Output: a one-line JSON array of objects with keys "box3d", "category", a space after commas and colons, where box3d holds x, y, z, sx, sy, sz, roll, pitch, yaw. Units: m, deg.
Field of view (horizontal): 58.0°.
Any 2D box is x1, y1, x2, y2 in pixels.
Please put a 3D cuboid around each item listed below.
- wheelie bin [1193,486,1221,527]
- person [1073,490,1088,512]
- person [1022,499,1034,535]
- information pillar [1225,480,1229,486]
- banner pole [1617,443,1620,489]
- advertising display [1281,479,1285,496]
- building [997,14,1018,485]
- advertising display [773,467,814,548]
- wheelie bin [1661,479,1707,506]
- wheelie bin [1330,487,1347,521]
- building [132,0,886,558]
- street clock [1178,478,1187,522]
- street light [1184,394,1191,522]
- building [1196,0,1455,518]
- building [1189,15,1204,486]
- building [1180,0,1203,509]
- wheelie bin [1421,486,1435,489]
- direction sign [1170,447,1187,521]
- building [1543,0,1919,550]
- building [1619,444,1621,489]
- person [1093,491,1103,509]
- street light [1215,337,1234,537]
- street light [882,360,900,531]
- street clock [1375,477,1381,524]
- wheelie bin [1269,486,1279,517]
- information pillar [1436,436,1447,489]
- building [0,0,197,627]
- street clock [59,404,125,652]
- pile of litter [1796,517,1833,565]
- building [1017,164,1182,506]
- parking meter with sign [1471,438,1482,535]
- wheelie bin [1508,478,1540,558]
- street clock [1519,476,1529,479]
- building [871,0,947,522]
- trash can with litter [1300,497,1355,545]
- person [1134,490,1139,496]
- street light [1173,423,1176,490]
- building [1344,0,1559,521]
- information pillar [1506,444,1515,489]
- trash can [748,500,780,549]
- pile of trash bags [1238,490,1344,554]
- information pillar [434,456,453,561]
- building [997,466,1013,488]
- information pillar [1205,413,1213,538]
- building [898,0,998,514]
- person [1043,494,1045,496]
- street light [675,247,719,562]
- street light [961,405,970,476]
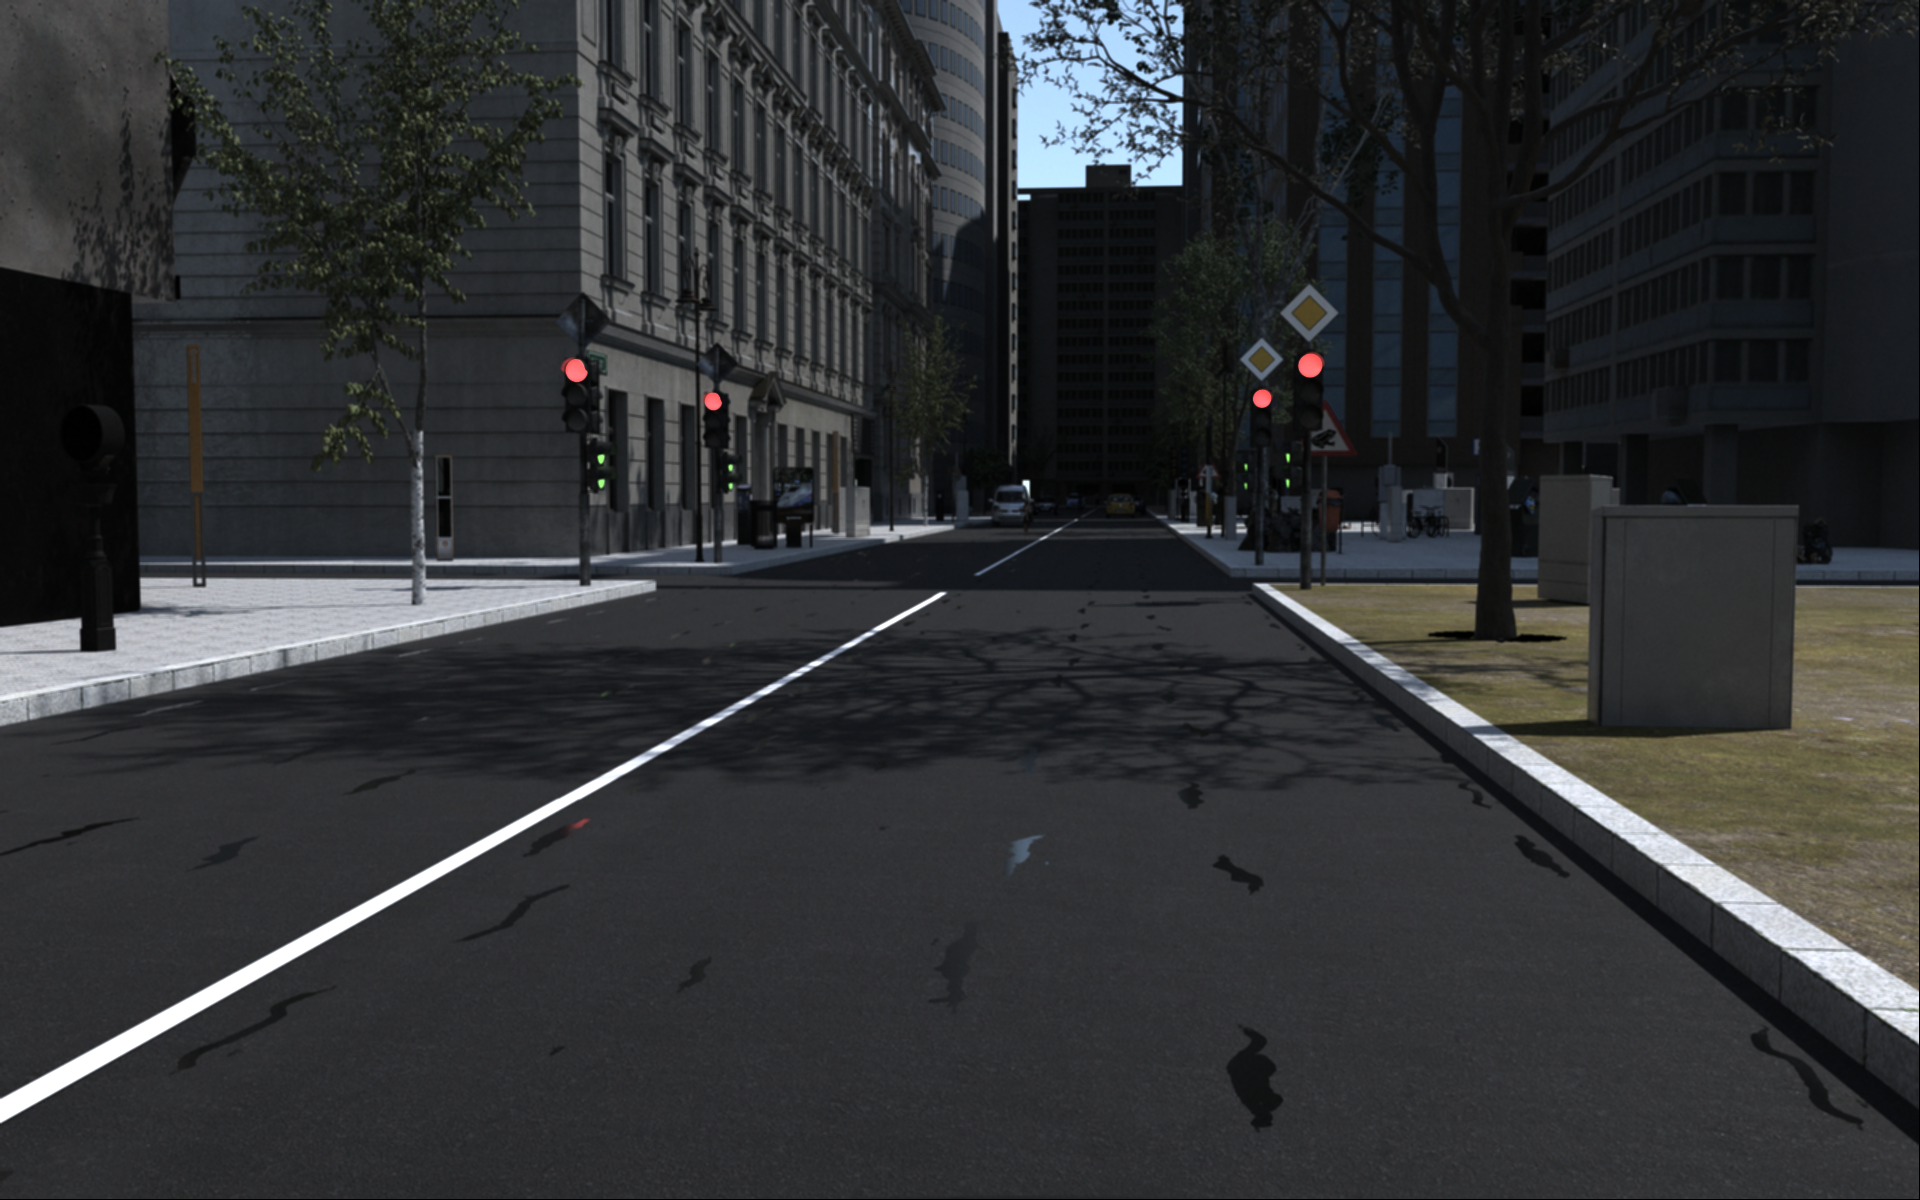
[{"box3d": [9.611, -3.662, 67.779, 0.980, 1.594, 0.693, 1, 4, 12], "category": "wheelie bin"}, {"box3d": [9.434, -7.743, 135.774, 1.217, 1.739, 0.721, 1, 4, 17], "category": "person"}, {"box3d": [2.399, -2.918, 60.872, 0.373, 1.253, 0.362, 2, 4, 30], "category": "person"}, {"box3d": [13.908, -5.246, 90.271, 0.304, 2.012, 0.304, 2, 4, 33], "category": "information pillar"}, {"box3d": [29.822, -5.412, 78.497, 0.401, 3.779, 0.863, 1, 4, 20], "category": "banner pole"}, {"box3d": [13.414, -4.082, 71.952, 0.123, 1.923, 0.974, 1, 4, 9], "category": "advertising display"}, {"box3d": [-5.468, -33.459, 170.751, 21.600, 48.544, 21.300, 0, 4, 5], "category": "building"}, {"box3d": [-3.983, -2.215, 41.426, 0.974, 1.923, 0.123, -1, 4, -14], "category": "advertising display"}, {"box3d": [15.099, -1.731, 36.214, 0.980, 1.594, 0.693, -2, 4, -28], "category": "wheelie bin"}, {"box3d": [17.741, -4.499, 81.459, 0.980, 1.594, 0.693, -1, 4, -21], "category": "wheelie bin"}, {"box3d": [-13.407, -17.104, 56.058, 17.030, 29.872, 44.131, 0, 4, 5], "category": "building"}, {"box3d": [10.261, -4.580, 79.452, 0.471, 2.002, 0.358, 3, 5, 42], "category": "street clock"}, {"box3d": [10.291, -6.438, 78.043, 0.468, 5.910, 1.993, 0, 4, 5], "category": "street light"}, {"box3d": [22.871, -28.241, 111.855, 14.600, 45.320, 14.200, 0, 4, 5], "category": "building"}, {"box3d": [29.856, -31.435, 133.563, 23.786, 49.044, 30.456, 0, 4, 5], "category": "building"}, {"box3d": [31.417, -37.953, 162.536, 21.231, 58.520, 28.212, 0, 4, 5], "category": "building"}, {"box3d": [18.366, -3.686, 68.178, 0.980, 1.594, 0.693, -2, 4, -28], "category": "wheelie bin"}, {"box3d": [10.518, -5.594, 83.462, 0.876, 3.537, 0.379, 2, 4, 26], "category": "direction sign"}, {"box3d": [30.165, -21.668, 46.146, 23.993, 40.220, 32.217, 0, 4, 5], "category": "building"}, {"box3d": [61.659, -44.422, 164.556, 20.611, 71.187, 20.563, 0, 4, 5], "category": "building"}, {"box3d": [13.074, -9.472, 164.151, 1.217, 1.735, 0.721, -2, 4, -35], "category": "person"}, {"box3d": [7.789, -4.787, 51.057, 0.468, 5.910, 1.993, 0, 4, 5], "category": "street light"}, {"box3d": [-2.371, -5.330, 59.928, 0.468, 5.910, 1.993, 0, 4, 5], "category": "street light"}, {"box3d": [17.915, -4.248, 74.018, 0.358, 2.002, 0.471, 0, 4, -7], "category": "street clock"}, {"box3d": [12.036, -3.649, 67.569, 0.693, 1.594, 0.980, 2, 4, 27], "category": "wheelie bin"}, {"box3d": [19.425, -4.805, 69.922, 0.183, 3.616, 0.504, -3, 4, -37], "category": "information pillar"}, {"box3d": [-17.796, -8.969, 14.097, 16.811, 18.784, 16.820, 0, 4, 5], "category": "building"}, {"box3d": [-7.064, -0.585, 14.137, 0.471, 2.002, 0.358, 1, 4, 21], "category": "street clock"}, {"box3d": [15.601, -1.112, 32.145, 1.719, 0.858, 1.176, -3, 5, -43], "category": "pile of litter"}, {"box3d": [17.591, -31.508, 207.037, 23.993, 40.220, 32.217, 0, 4, 5], "category": "building"}, {"box3d": [16.583, -3.579, 54.775, 0.543, 3.016, 1.738, 2, 4, 26], "category": "parking meter with sign"}, {"box3d": [11.470, -1.675, 35.294, 0.693, 1.594, 0.980, -1, 4, -22], "category": "wheelie bin"}, {"box3d": [22.257, -3.902, 68.371, 0.358, 2.002, 0.471, 3, 5, 45], "category": "street clock"}, {"box3d": [-8.674, -18.483, 89.582, 14.401, 28.519, 23.554, 0, 4, 5], "category": "building"}, {"box3d": [8.916, -2.061, 44.757, 1.678, 1.210, 2.233, -1, 4, -9], "category": "trash can with litter"}, {"box3d": [14.928, -8.476, 147.089, 0.705, 1.822, 1.348, -2, 4, -24], "category": "person"}, {"box3d": [12.985, -8.091, 105.077, 0.468, 5.910, 1.993, 0, 4, 5], "category": "street light"}, {"box3d": [23.033, -26.786, 88.060, 14.600, 45.320, 14.200, 0, 4, 5], "category": "building"}, {"box3d": [25.185, -5.389, 79.469, 0.504, 3.616, 0.183, -1, 4, -15], "category": "information pillar"}, {"box3d": [-4.568, -1.755, 40.348, 0.748, 1.137, 0.748, 0, 3, 0], "category": "trash can"}, {"box3d": [7.572, -1.750, 38.371, 1.912, 1.369, 3.447, -1, 4, -14], "category": "pile of trash bags"}, {"box3d": [-9.905, -1.757, 33.226, 0.304, 2.012, 0.304, -1, 4, -22], "category": "information pillar"}, {"box3d": [-6.021, -43.244, 145.289, 20.563, 71.187, 20.611, 0, 4, 5], "category": "building"}, {"box3d": [7.207, -3.595, 50.137, 0.183, 3.616, 0.504, 1, 4, 18], "category": "information pillar"}, {"box3d": [-8.859, -35.424, 121.173, 21.231, 58.520, 28.212, 0, 4, 5], "category": "building"}, {"box3d": [6.483, -7.583, 135.711, 0.599, 1.433, 0.991, 2, 4, 29], "category": "person"}, {"box3d": [-4.926, -3.657, 32.584, 0.468, 5.910, 1.993, 0, 4, 5], "category": "street light"}, {"box3d": [0.223, -6.998, 87.208, 0.468, 5.910, 1.993, 0, 4, 5], "category": "street light"}]
